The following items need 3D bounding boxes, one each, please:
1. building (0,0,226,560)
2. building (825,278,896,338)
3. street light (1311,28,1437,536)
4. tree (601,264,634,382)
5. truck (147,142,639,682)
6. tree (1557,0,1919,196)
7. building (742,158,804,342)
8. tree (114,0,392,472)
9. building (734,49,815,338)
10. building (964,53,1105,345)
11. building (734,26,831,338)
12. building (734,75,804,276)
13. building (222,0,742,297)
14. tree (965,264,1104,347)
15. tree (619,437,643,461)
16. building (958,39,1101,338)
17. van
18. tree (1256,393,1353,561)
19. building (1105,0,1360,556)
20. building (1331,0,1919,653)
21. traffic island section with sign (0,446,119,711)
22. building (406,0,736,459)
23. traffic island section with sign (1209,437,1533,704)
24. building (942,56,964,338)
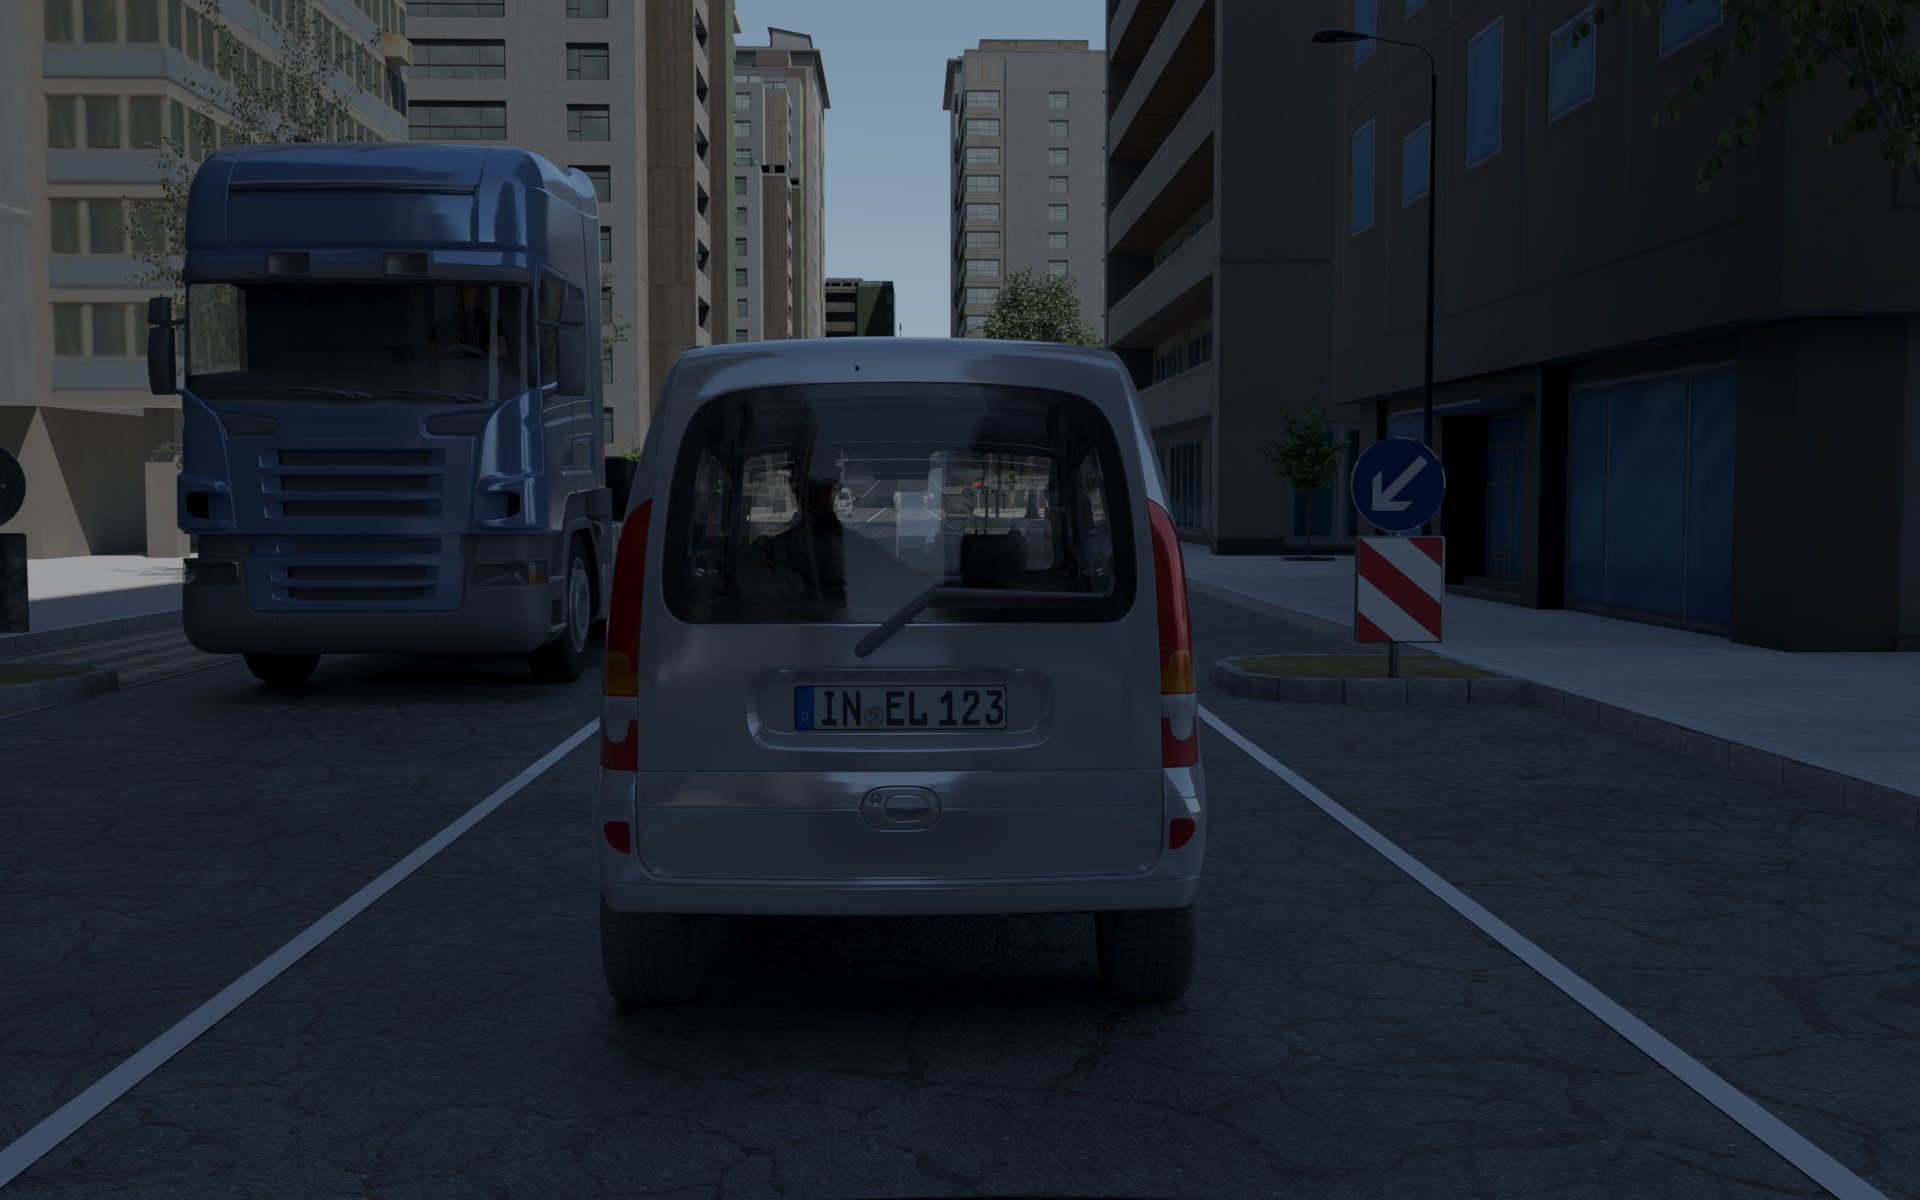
[{"bbox_3d":[-27.169,-21.439,42.415,23.993,40.220,32.217,0,4,-2],"label":"building"},{"bbox_3d":[-15.728,-28.312,234.605,14.107,30.474,14.160,0,4,-2],"label":"building"},{"bbox_3d":[4.204,-2.749,17.480,1.470,5.913,1.316,0,4,-2],"label":"street light"},{"bbox_3d":[-11.225,-5.990,48.296,4.360,8.622,3.978,0,3,0],"label":"tree"},{"bbox_3d":[-4.363,-1.860,20.167,2.967,4.110,18.799,0,4,-2],"label":"truck"},{"bbox_3d":[4.868,-3.548,8.380,4.737,8.622,4.395,0,3,0],"label":"tree"},{"bbox_3d":[-21.027,-23.221,151.361,14.160,30.474,14.107,0,4,-2],"label":"building"},{"bbox_3d":[-10.032,-4.570,25.085,4.360,8.622,3.978,0,3,0],"label":"tree"},{"bbox_3d":[-22.299,-32.352,179.068,14.600,45.320,14.200,0,4,-2],"label":"building"},{"bbox_3d":[7.305,-29.428,164.750,14.154,41.232,14.086,0,4,-2],"label":"building"},{"bbox_3d":[-29.520,-37.633,204.546,27.495,52.752,28.713,0,4,-2],"label":"building"},{"bbox_3d":[-22.289,-29.448,165.070,14.154,41.232,14.086,0,4,-2],"label":"building"},{"bbox_3d":[-27.995,-25.945,116.085,32.217,40.220,23.993,0,4,-2],"label":"building"},{"bbox_3d":[3.681,-10.356,86.324,9.611,12.733,9.660,0,3,0],"label":"tree"},{"bbox_3d":[-11.020,-3.922,58.729,1.663,3.219,1.824,0,3,0],"label":"tree"},{"bbox_3d":[10.759,-34.174,182.454,21.300,48.544,21.600,0,4,-2],"label":"building"},{"bbox_3d":[-0.212,0.047,6.249,2.013,2.044,4.112,0,4,-2],"label":"van"},{"bbox_3d":[6.805,-2.370,33.347,1.663,3.219,1.824,0,3,0],"label":"tree"},{"bbox_3d":[15.676,-25.790,45.369,21.300,48.544,21.600,0,4,-2],"label":"building"},{"bbox_3d":[13.041,-22.594,19.520,14.600,45.320,14.200,0,4,-2],"label":"building"},{"bbox_3d":[-7.100,-0.210,12.063,1.989,1.847,2.006,0,4,-2],"label":"traffic island section with sign"},{"bbox_3d":[-17.920,-18.809,79.236,14.160,30.474,14.107,0,4,-2],"label":"building"},{"bbox_3d":[2.908,-0.254,12.782,1.989,1.847,2.006,0,4,-2],"label":"traffic island section with sign"},{"bbox_3d":[12.571,-37.777,206.896,28.713,52.752,27.495,0,4,-2],"label":"building"}]
